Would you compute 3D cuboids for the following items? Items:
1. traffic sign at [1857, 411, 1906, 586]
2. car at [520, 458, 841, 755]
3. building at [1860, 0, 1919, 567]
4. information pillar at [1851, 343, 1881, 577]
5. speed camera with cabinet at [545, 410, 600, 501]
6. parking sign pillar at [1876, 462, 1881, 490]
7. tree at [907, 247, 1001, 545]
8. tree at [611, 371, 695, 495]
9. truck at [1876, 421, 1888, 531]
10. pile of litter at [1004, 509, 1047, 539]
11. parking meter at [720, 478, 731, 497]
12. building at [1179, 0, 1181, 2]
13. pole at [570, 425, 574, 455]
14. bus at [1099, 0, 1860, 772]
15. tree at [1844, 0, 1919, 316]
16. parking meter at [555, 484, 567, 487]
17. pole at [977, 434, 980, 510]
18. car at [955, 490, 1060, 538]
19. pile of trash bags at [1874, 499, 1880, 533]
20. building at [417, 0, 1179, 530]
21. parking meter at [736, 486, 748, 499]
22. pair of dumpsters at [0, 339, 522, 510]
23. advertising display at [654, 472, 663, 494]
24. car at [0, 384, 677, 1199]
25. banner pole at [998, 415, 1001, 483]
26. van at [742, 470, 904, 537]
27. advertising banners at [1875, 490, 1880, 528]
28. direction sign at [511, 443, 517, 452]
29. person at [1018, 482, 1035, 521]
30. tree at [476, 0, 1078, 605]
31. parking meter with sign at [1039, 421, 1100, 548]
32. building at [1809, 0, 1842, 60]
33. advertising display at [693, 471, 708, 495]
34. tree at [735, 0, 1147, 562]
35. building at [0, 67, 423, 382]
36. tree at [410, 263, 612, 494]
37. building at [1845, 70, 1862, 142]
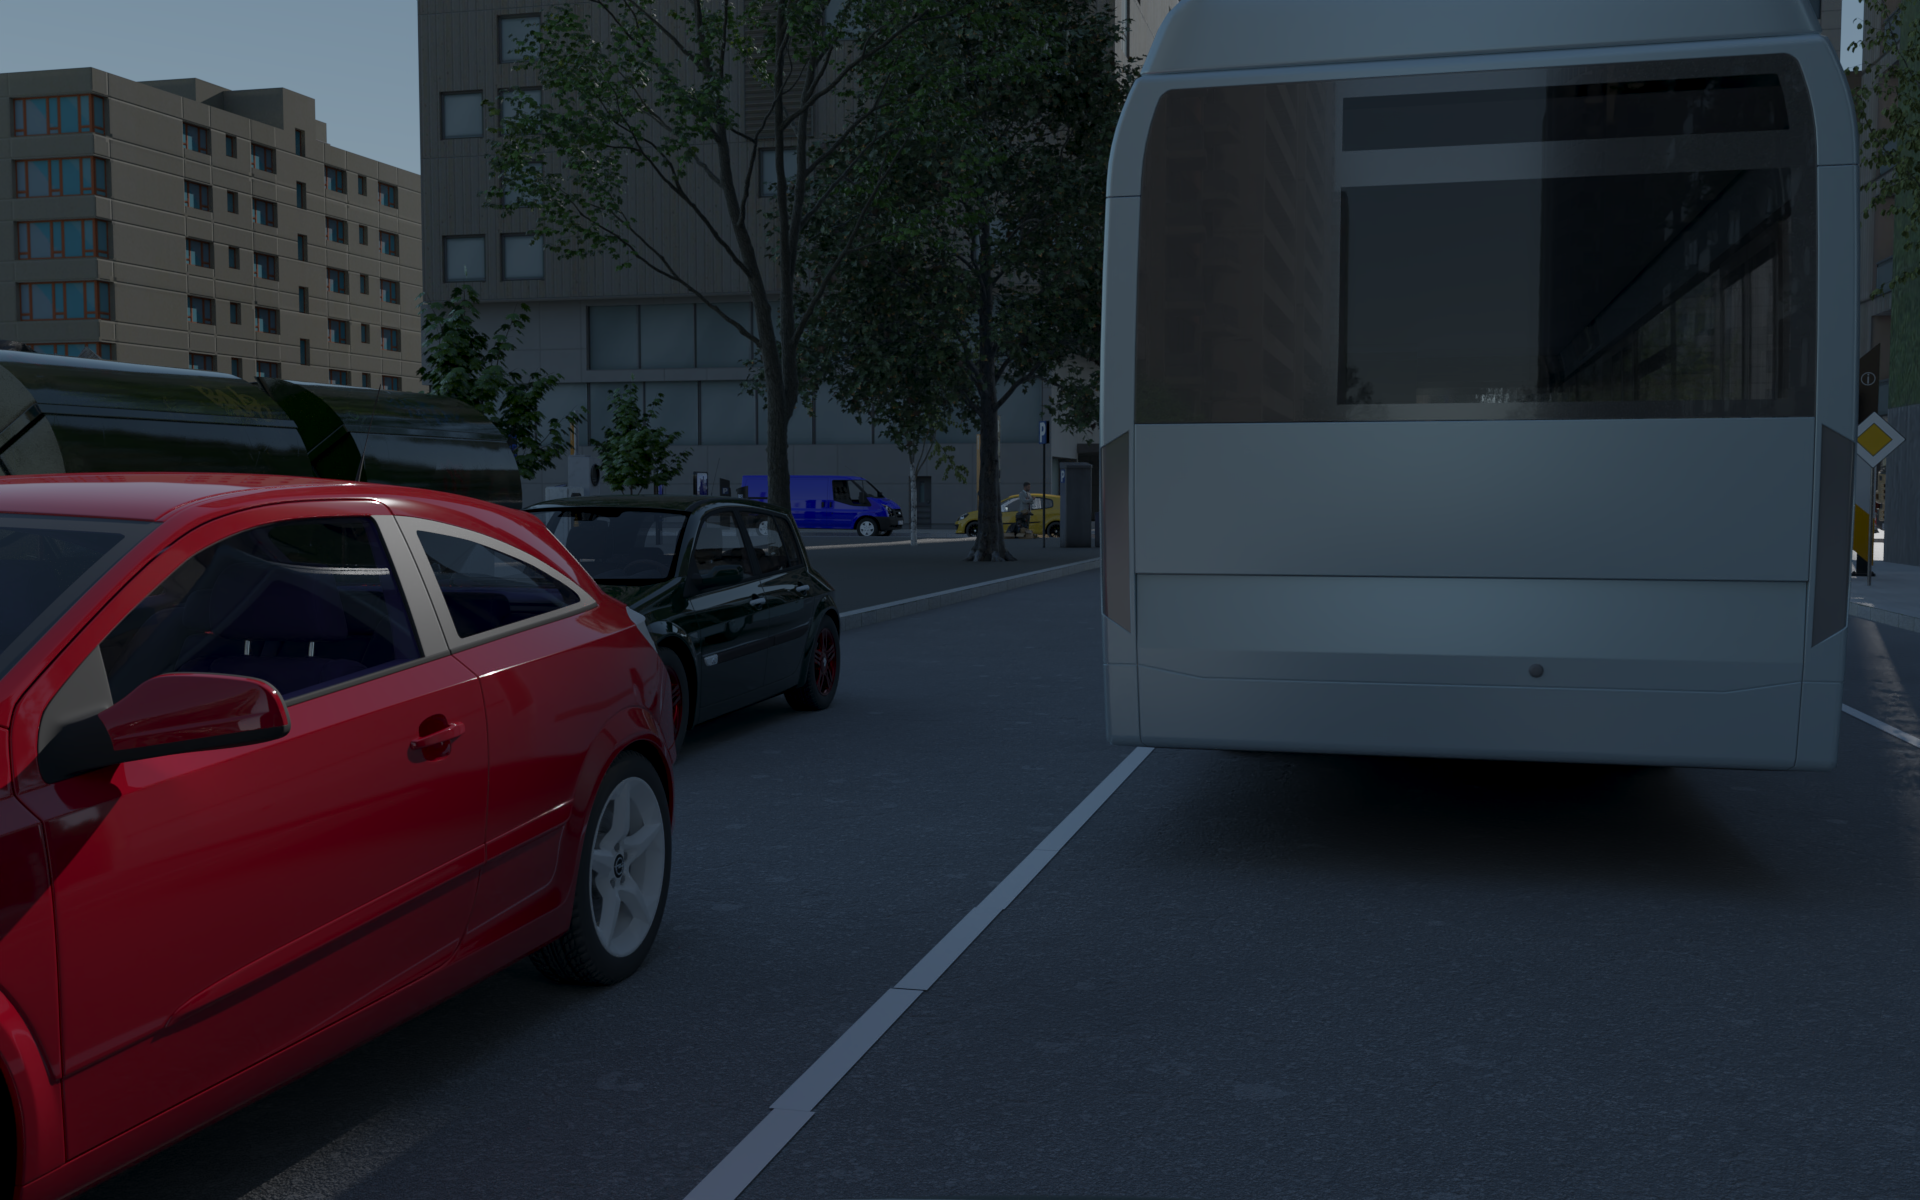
[{"bbox_3d":[12.726,-1.406,24.179,0.795,2.450,0.064,1,4,23],"label":"traffic sign"},{"bbox_3d":[-2.039,-0.035,10.360,2.009,1.686,4.222,1,4,14],"label":"car"},{"bbox_3d":[24.726,-21.281,31.542,14.154,41.232,14.086,1,4,14],"label":"building"},{"bbox_3d":[14.035,-2.179,26.988,0.504,3.616,0.183,2,4,32],"label":"information pillar"},{"bbox_3d":[-9.000,-2.813,40.336,0.660,3.252,2.038,1,4,9],"label":"speed camera with cabinet"},{"bbox_3d":[48.478,-6.355,92.370,1.447,3.967,1.447,1,4,20],"label":"parking sign pillar"},{"bbox_3d":[-0.967,-5.661,42.924,4.737,8.622,4.395,0,3,0],"label":"tree"},{"bbox_3d":[-5.199,-2.002,27.337,1.663,3.219,1.824,0,3,0],"label":"tree"},{"bbox_3d":[30.473,-3.543,46.834,11.283,4.237,2.839,1,4,12],"label":"truck"},{"bbox_3d":[1.701,-2.191,49.793,1.176,0.858,1.719,-3,5,-39],"label":"pile of litter"},{"bbox_3d":[-8.455,-3.469,62.430,0.399,1.863,0.255,-1,4,-12],"label":"parking meter"},{"bbox_3d":[9.228,-28.038,113.047,22.147,44.769,28.867,1,4,14],"label":"building"},{"bbox_3d":[-10.887,-3.367,48.893,0.158,3.312,0.155,0,3,0],"label":"pole"},{"bbox_3d":[3.444,-1.078,12.481,2.948,3.499,13.247,1,4,15],"label":"bus"},{"bbox_3d":[12.239,-4.280,20.334,4.737,8.622,4.395,0,3,0],"label":"tree"},{"bbox_3d":[-10.058,-2.148,43.539,0.372,1.533,0.369,0,3,0],"label":"parking meter"},{"bbox_3d":[0.673,-3.985,59.005,0.158,3.312,0.155,0,3,0],"label":"pole"},{"bbox_3d":[1.820,-2.708,54.493,3.980,1.641,2.015,1,4,14],"label":"car"},{"bbox_3d":[29.633,-2.928,57.631,3.447,1.369,1.912,-3,5,-44],"label":"pile of trash bags"},{"bbox_3d":[-4.537,-29.696,74.763,28.713,52.752,27.495,1,4,14],"label":"building"},{"bbox_3d":[-6.579,-2.686,52.321,0.372,1.533,0.369,0,3,0],"label":"parking meter"},{"bbox_3d":[-4.311,-0.471,10.200,1.574,2.255,4.437,1,4,14],"label":"pair of dumpsters"},{"bbox_3d":[-7.650,-2.371,43.986,0.123,1.923,0.974,0,4,-2],"label":"advertising display"},{"bbox_3d":[-2.161,0.316,3.877,2.155,1.783,4.494,1,4,14],"label":"car"},{"bbox_3d":[0.861,-3.544,47.956,0.401,3.779,0.863,3,5,42],"label":"banner pole"},{"bbox_3d":[-4.432,-3.157,55.996,5.245,2.365,2.240,1,4,14],"label":"van"},{"bbox_3d":[34.812,-4.255,65.764,0.090,3.025,2.074,-3,5,-42],"label":"advertising banners"},{"bbox_3d":[-16.196,-4.263,61.692,0.876,3.537,0.379,-1,4,-19],"label":"direction sign"},{"bbox_3d":[2.032,-2.664,52.234,0.466,1.800,0.511,1,4,22],"label":"person"},{"bbox_3d":[-2.132,-5.761,19.946,9.928,11.665,9.643,0,3,0],"label":"tree"},{"bbox_3d":[2.799,-2.769,41.529,1.738,3.016,0.543,-1,4,-16],"label":"parking meter with sign"},{"bbox_3d":[53.574,-42.440,132.139,20.563,71.187,20.611,1,4,14],"label":"building"},{"bbox_3d":[-7.453,-2.727,49.798,0.123,1.923,0.974,1,4,11],"label":"advertising display"},{"bbox_3d":[0.461,-7.093,32.978,9.611,12.733,9.660,0,3,0],"label":"tree"},{"bbox_3d":[-45.766,-14.815,87.272,28.899,21.520,27.650,1,4,14],"label":"building"},{"bbox_3d":[-4.187,-1.216,14.477,1.663,3.219,1.824,0,3,0],"label":"tree"},{"bbox_3d":[91.796,-32.428,180.311,14.200,45.320,14.600,1,4,14],"label":"building"}]
